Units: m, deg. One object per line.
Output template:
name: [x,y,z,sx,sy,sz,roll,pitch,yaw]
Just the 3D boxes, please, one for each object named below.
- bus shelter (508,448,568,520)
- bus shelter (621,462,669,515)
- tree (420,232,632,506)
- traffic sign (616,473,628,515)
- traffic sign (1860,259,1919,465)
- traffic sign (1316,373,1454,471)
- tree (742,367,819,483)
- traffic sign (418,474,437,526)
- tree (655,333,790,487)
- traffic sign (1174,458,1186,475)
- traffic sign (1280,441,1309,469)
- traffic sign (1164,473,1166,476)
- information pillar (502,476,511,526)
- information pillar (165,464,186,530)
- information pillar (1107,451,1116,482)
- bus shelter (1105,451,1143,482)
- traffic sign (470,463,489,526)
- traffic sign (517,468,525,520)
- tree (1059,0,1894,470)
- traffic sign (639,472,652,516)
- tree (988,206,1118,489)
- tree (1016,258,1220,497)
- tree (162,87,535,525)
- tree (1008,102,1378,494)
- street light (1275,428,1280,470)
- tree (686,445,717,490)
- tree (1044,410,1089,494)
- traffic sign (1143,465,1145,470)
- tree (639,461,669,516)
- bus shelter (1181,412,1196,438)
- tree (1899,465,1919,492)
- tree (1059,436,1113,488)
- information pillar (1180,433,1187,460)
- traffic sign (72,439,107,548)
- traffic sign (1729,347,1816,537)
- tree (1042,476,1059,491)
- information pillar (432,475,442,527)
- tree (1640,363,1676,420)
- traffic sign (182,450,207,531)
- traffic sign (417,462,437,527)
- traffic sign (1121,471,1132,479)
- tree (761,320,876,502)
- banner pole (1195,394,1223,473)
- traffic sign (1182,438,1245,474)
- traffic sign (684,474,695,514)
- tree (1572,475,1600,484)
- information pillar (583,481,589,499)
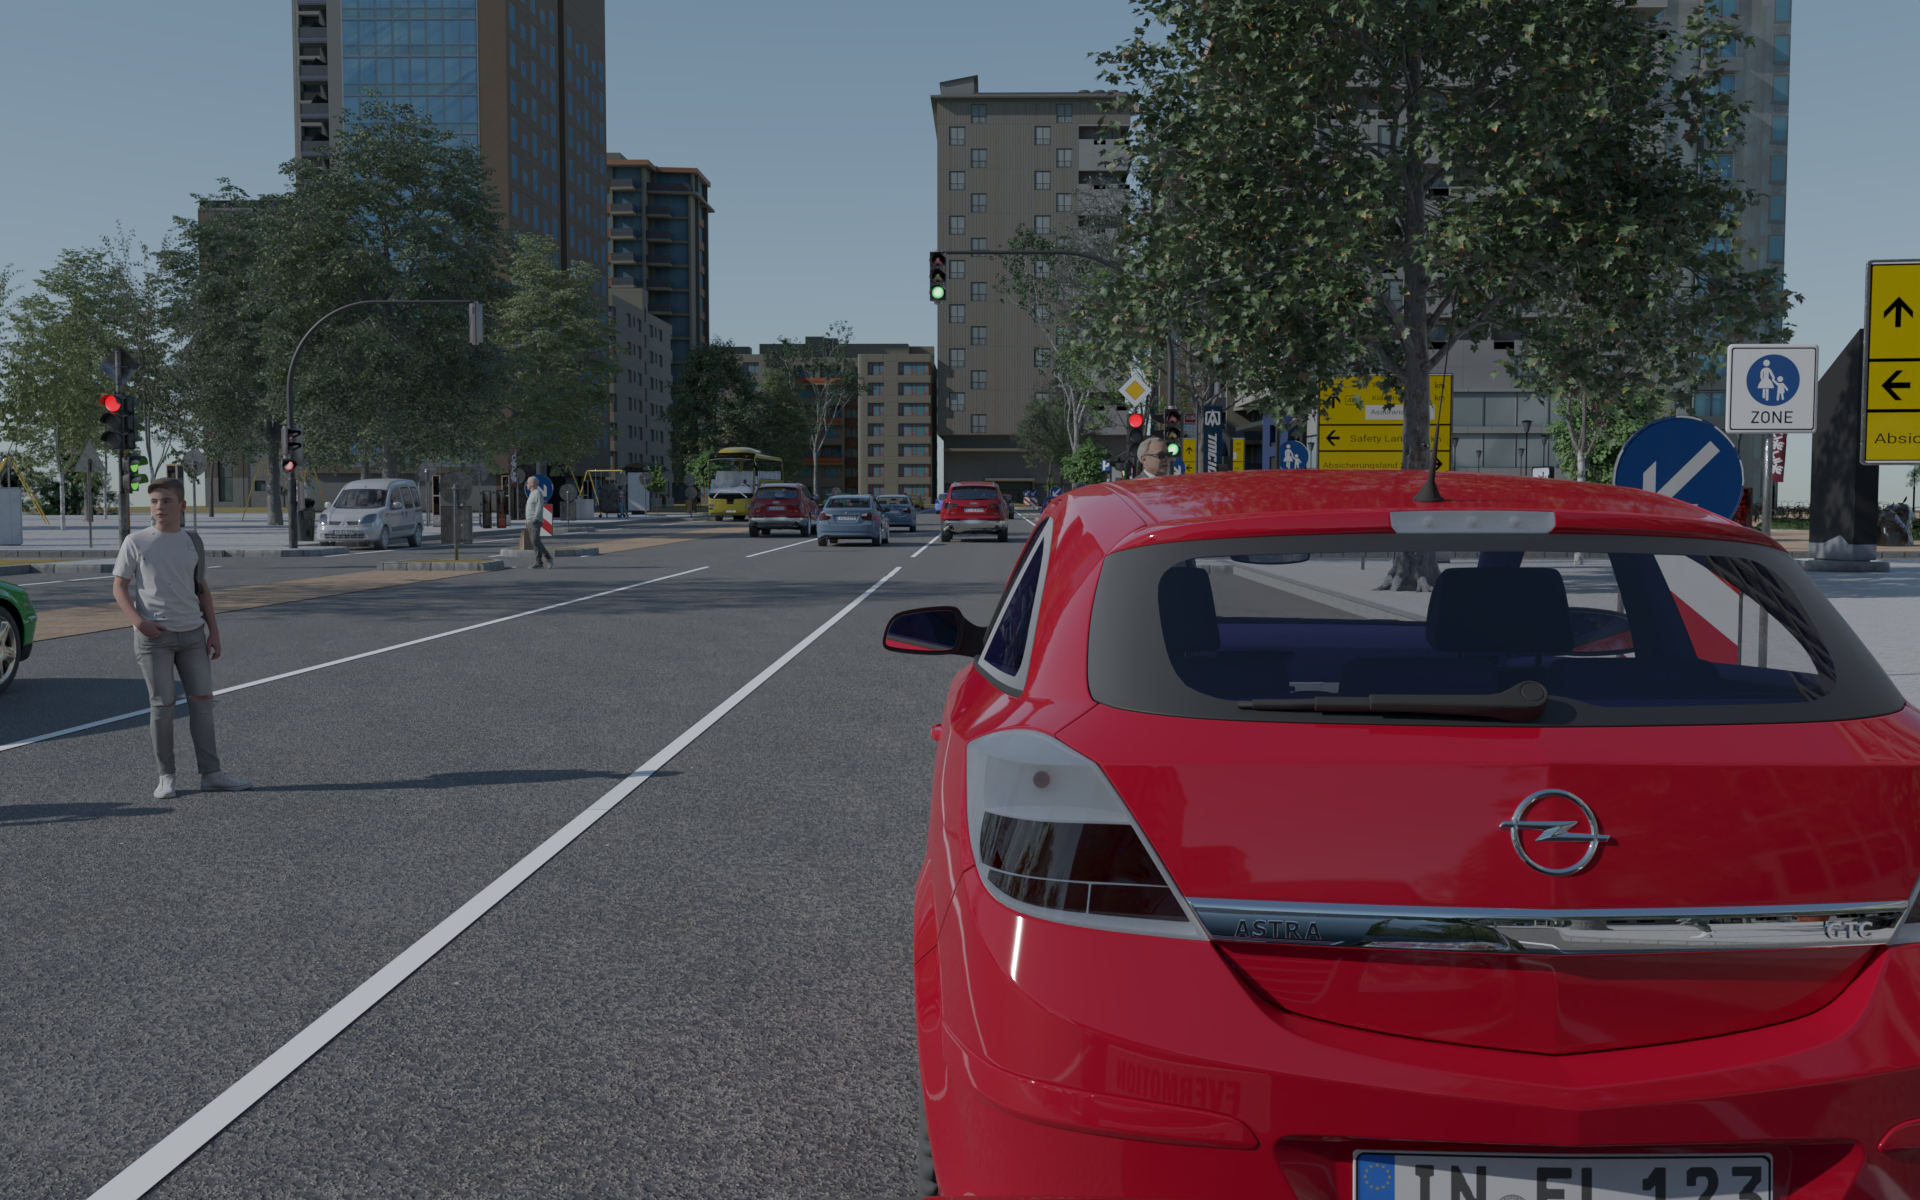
bus shelter: [-21.168,-5.894,87.646,1.731,3.624,6.357,0,4,1]
bus shelter: [-20.041,-7.132,110.526,2.014,3.302,5.546,0,4,1]
tree: [-18.364,-9.662,76.097,7.486,12.596,7.792,0,3,0]
traffic sign: [-20.695,-6.483,106.101,0.768,2.556,0.104,0,4,7]
traffic sign: [8.986,-1.290,14.961,2.265,3.308,0.079,1,4,10]
traffic sign: [7.143,-2.161,29.200,2.265,3.308,0.079,0,4,3]
tree: [-16.514,-14.510,155.363,7.486,12.596,7.792,0,3,0]
traffic sign: [-21.201,-4.231,69.183,0.884,2.594,0.081,0,4,3]
tree: [-17.404,-12.651,123.844,9.611,12.733,9.660,0,3,0]
traffic sign: [7.426,-3.661,59.962,0.768,2.556,0.104,0,4,8]
traffic sign: [7.888,-2.513,41.188,0.768,2.556,0.104,0,4,6]
traffic sign: [6.655,-3.532,57.853,0.768,2.556,0.104,0,4,5]
information pillar: [-18.102,-3.950,69.072,0.304,2.012,0.304,-1,4,-10]
information pillar: [-19.361,-2.341,42.763,0.304,2.012,0.304,1,4,8]
information pillar: [8.208,-6.281,94.043,0.504,3.616,0.183,1,4,19]
bus shelter: [7.946,-5.310,80.737,2.014,3.302,5.546,0,4,1]
traffic sign: [-19.533,-4.301,70.434,0.768,2.556,0.104,0,4,2]
traffic sign: [-21.519,-5.146,84.240,0.768,2.556,0.104,0,4,6]
tree: [5.967,-6.469,22.771,9.611,12.733,9.660,0,3,0]
traffic sign: [-18.142,-6.105,99.921,0.768,2.556,0.104,0,4,6]
tree: [8.851,-15.633,111.496,12.611,20.169,13.585,0,3,0]
tree: [7.462,-8.889,71.095,9.928,11.665,9.643,0,3,0]
tree: [-18.628,-9.156,56.353,9.857,13.997,8.962,0,3,0]
tree: [7.127,-8.565,50.410,12.009,13.543,11.850,0,3,0]
street light: [5.331,-3.635,31.968,1.470,5.913,1.316,0,4,1]
tree: [-16.343,-8.021,114.862,4.285,4.588,4.351,0,3,0]
tree: [9.230,-12.292,151.338,4.737,8.622,4.395,0,3,0]
traffic sign: [6.654,-3.628,59.422,0.768,2.556,0.104,1,4,8]
tree: [-17.720,-6.530,101.362,1.663,3.219,1.824,0,3,0]
bus shelter: [10.544,-6.421,82.611,2.179,5.291,8.768,0,4,1]
tree: [61.464,-8.556,102.799,11.467,7.101,20.602,1,4,11]
tree: [7.395,-6.984,97.909,4.285,4.588,4.351,0,3,0]
information pillar: [8.467,-4.579,66.228,0.504,3.616,0.183,-1,4,-23]
traffic sign: [-20.700,-2.518,41.178,0.884,2.594,0.081,1,4,9]
traffic sign: [5.548,-0.598,11.910,0.606,2.300,0.079,0,4,2]
tree: [9.734,-11.516,182.893,1.663,3.219,1.824,0,3,0]
information pillar: [-20.296,-3.836,67.215,0.304,2.012,0.304,-1,4,-9]
tree: [35.998,-8.602,91.012,4.737,8.622,4.395,0,3,0]
traffic sign: [-21.996,-3.037,49.756,0.768,2.556,0.104,0,4,7]
traffic sign: [-20.958,-4.159,68.107,0.768,2.556,0.104,0,4,3]
traffic sign: [7.533,-4.700,76.946,0.768,2.556,0.104,0,4,5]
tree: [-14.141,-20.247,186.931,12.611,20.169,13.585,0,3,0]
banner pole: [6.140,-3.255,43.239,0.863,3.779,0.401,1,4,10]
traffic sign: [9.132,-4.199,62.524,2.265,3.308,0.079,0,4,3]
traffic sign: [-17.064,-6.674,109.222,0.768,2.556,0.104,0,4,6]
tree: [21.528,-3.960,59.353,1.663,3.219,1.824,0,3,0]
information pillar: [-20.424,-5.504,94.486,0.304,2.012,0.304,-1,4,-10]
